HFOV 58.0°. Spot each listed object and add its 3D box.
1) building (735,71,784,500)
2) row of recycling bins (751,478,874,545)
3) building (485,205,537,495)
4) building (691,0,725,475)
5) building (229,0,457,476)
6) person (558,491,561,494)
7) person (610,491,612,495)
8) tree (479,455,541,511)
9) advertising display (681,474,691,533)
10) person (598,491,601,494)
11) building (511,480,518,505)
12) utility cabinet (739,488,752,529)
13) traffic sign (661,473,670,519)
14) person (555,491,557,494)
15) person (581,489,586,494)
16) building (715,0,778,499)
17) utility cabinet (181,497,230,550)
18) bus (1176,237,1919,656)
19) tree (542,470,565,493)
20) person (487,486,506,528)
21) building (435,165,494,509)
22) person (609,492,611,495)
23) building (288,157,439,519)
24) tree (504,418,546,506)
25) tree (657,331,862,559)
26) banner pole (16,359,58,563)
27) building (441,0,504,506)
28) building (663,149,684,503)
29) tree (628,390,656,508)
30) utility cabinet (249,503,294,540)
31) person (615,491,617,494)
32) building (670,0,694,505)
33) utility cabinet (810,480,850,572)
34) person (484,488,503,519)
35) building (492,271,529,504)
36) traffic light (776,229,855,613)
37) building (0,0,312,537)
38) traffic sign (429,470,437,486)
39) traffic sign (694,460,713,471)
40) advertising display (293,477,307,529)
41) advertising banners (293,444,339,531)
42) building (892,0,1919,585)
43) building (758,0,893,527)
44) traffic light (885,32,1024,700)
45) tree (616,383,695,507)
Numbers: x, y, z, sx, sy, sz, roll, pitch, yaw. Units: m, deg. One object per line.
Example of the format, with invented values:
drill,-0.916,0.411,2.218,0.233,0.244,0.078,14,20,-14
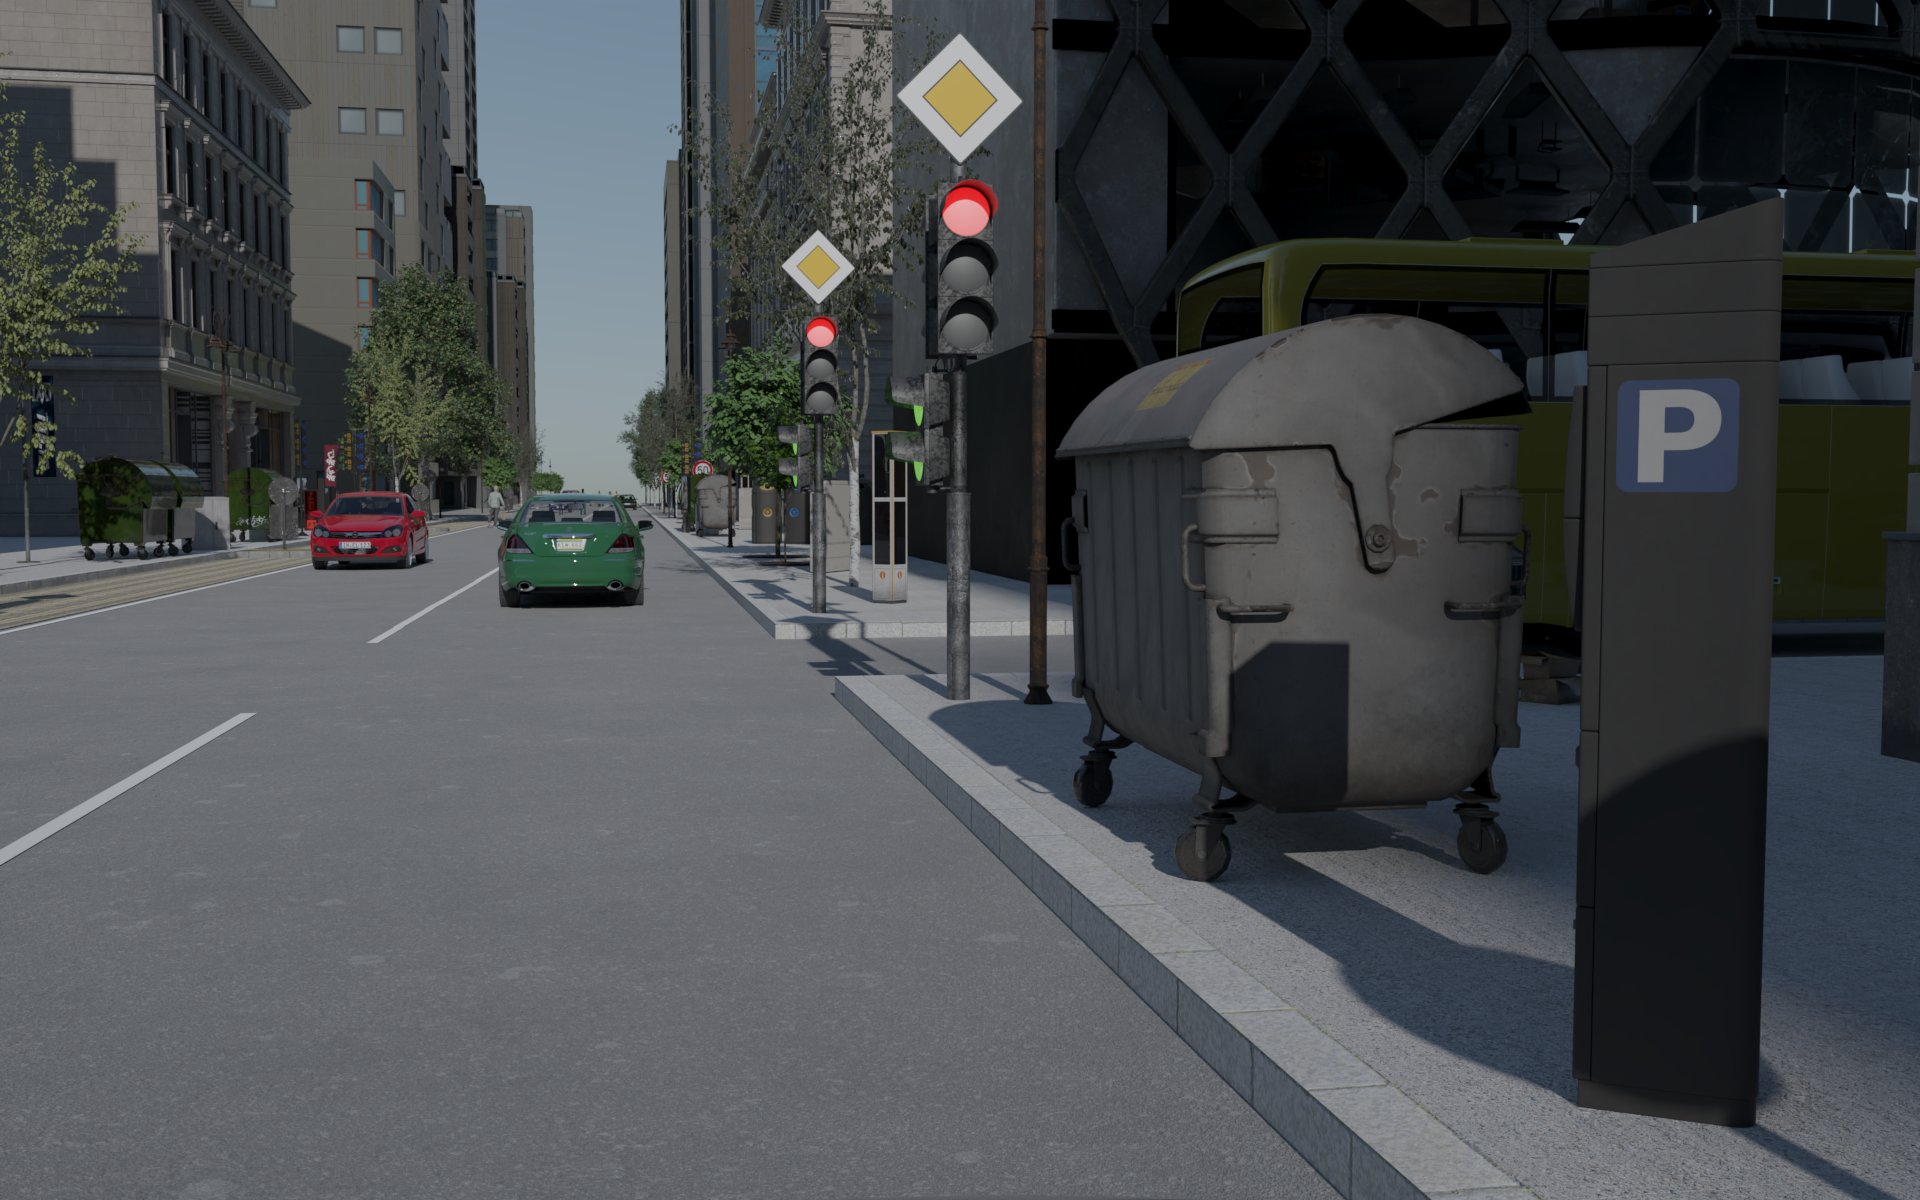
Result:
building,-3.279,-14.733,82.687,13.314,21.916,24.055,-1,4,-11
row of recycling bins,-3.724,-2.272,44.254,3.534,1.692,1.069,1,4,21
building,-65.888,-33.890,237.702,14.154,41.232,14.086,-1,4,-11
building,-9.237,-35.844,128.045,21.231,58.520,28.212,-1,4,-11
building,-52.527,-32.945,127.889,28.713,52.752,27.495,-1,4,-11
person,-27.703,-6.726,119.938,0.415,1.643,0.593,0,4,-2
person,-49.161,-14.378,243.657,0.705,1.814,1.350,0,4,4
tree,-36.011,-9.264,135.187,4.285,4.588,4.351,0,3,0
advertising display,-9.087,-3.193,57.424,0.123,1.923,0.974,-1,4,-21
person,-40.755,-11.436,195.482,1.348,1.823,0.705,3,5,40
building,-69.229,-31.286,203.407,32.217,40.220,23.993,-1,4,-11
utility cabinet,-7.322,-3.266,62.075,1.173,1.500,0.318,1,4,14
traffic sign,-15.258,-5.544,90.756,0.768,2.556,0.104,0,4,-6
person,-43.040,-10.736,184.713,0.721,1.739,1.217,3,5,45
person,-25.819,-6.736,118.648,1.348,1.822,0.705,0,3,0
building,-7.647,-27.919,106.580,14.600,45.320,14.200,-1,4,-11
utility cabinet,-17.313,-1.748,39.743,0.306,1.237,1.020,3,5,42
bus,8.262,-1.521,16.421,12.252,3.916,2.896,-1,4,-11
tree,-52.727,-14.267,216.985,4.285,4.588,4.351,0,3,0
person,-19.578,-3.929,73.222,0.782,1.767,0.515,0,4,6
building,-48.843,-23.181,150.708,14.160,30.474,14.107,-1,4,-11
person,-39.854,-11.521,197.659,1.217,1.735,0.721,3,5,44
building,-46.569,-15.675,101.326,27.650,21.520,28.899,-1,4,-11
tree,-42.077,-13.176,165.784,4.360,8.622,3.978,0,3,0
tree,-3.660,-3.131,34.912,4.285,4.588,4.351,0,3,0
banner pole,-17.157,-2.578,32.171,0.863,3.779,0.401,1,4,8
building,-59.112,-45.447,181.312,20.563,71.187,20.611,-1,4,-11
building,-29.974,-37.732,240.623,21.300,48.544,21.600,-1,4,-11
tree,-16.625,-9.139,99.779,4.360,8.622,3.978,0,3,0
utility cabinet,-19.037,-2.397,47.866,1.173,1.500,0.318,1,4,9
person,-47.029,-13.969,236.980,0.705,1.812,1.348,-1,4,-10
building,-26.717,-47.759,219.106,20.563,71.187,20.611,-1,4,-11
utility cabinet,-2.090,-1.216,28.568,0.318,1.500,1.173,1,4,22
person,-26.811,-5.585,99.816,0.705,1.824,1.348,3,5,39
building,-63.623,-27.672,224.137,14.160,30.474,14.107,-1,4,-11
traffic light,-1.534,-1.813,18.562,0.839,4.253,0.868,-1,4,-11
building,-28.565,-12.316,52.276,10.553,20.767,40.483,-1,4,-11
traffic sign,-27.719,-5.525,90.438,0.768,2.556,0.104,0,4,-2
traffic sign,-9.702,-3.996,65.440,0.768,2.556,0.104,0,4,-2
advertising display,-24.468,-3.613,64.290,0.123,1.923,0.974,0,4,2
advertising banners,-22.721,-3.934,60.503,2.074,3.025,0.090,-2,4,-35
building,8.334,-9.971,30.480,16.811,18.784,16.820,-1,4,-11
building,-0.763,-14.183,60.763,11.050,23.489,19.941,-1,4,-11
traffic light,-0.029,-1.333,10.719,0.839,4.253,0.868,-1,4,-11
tree,-30.660,-16.014,178.844,9.611,12.733,9.660,0,3,0
